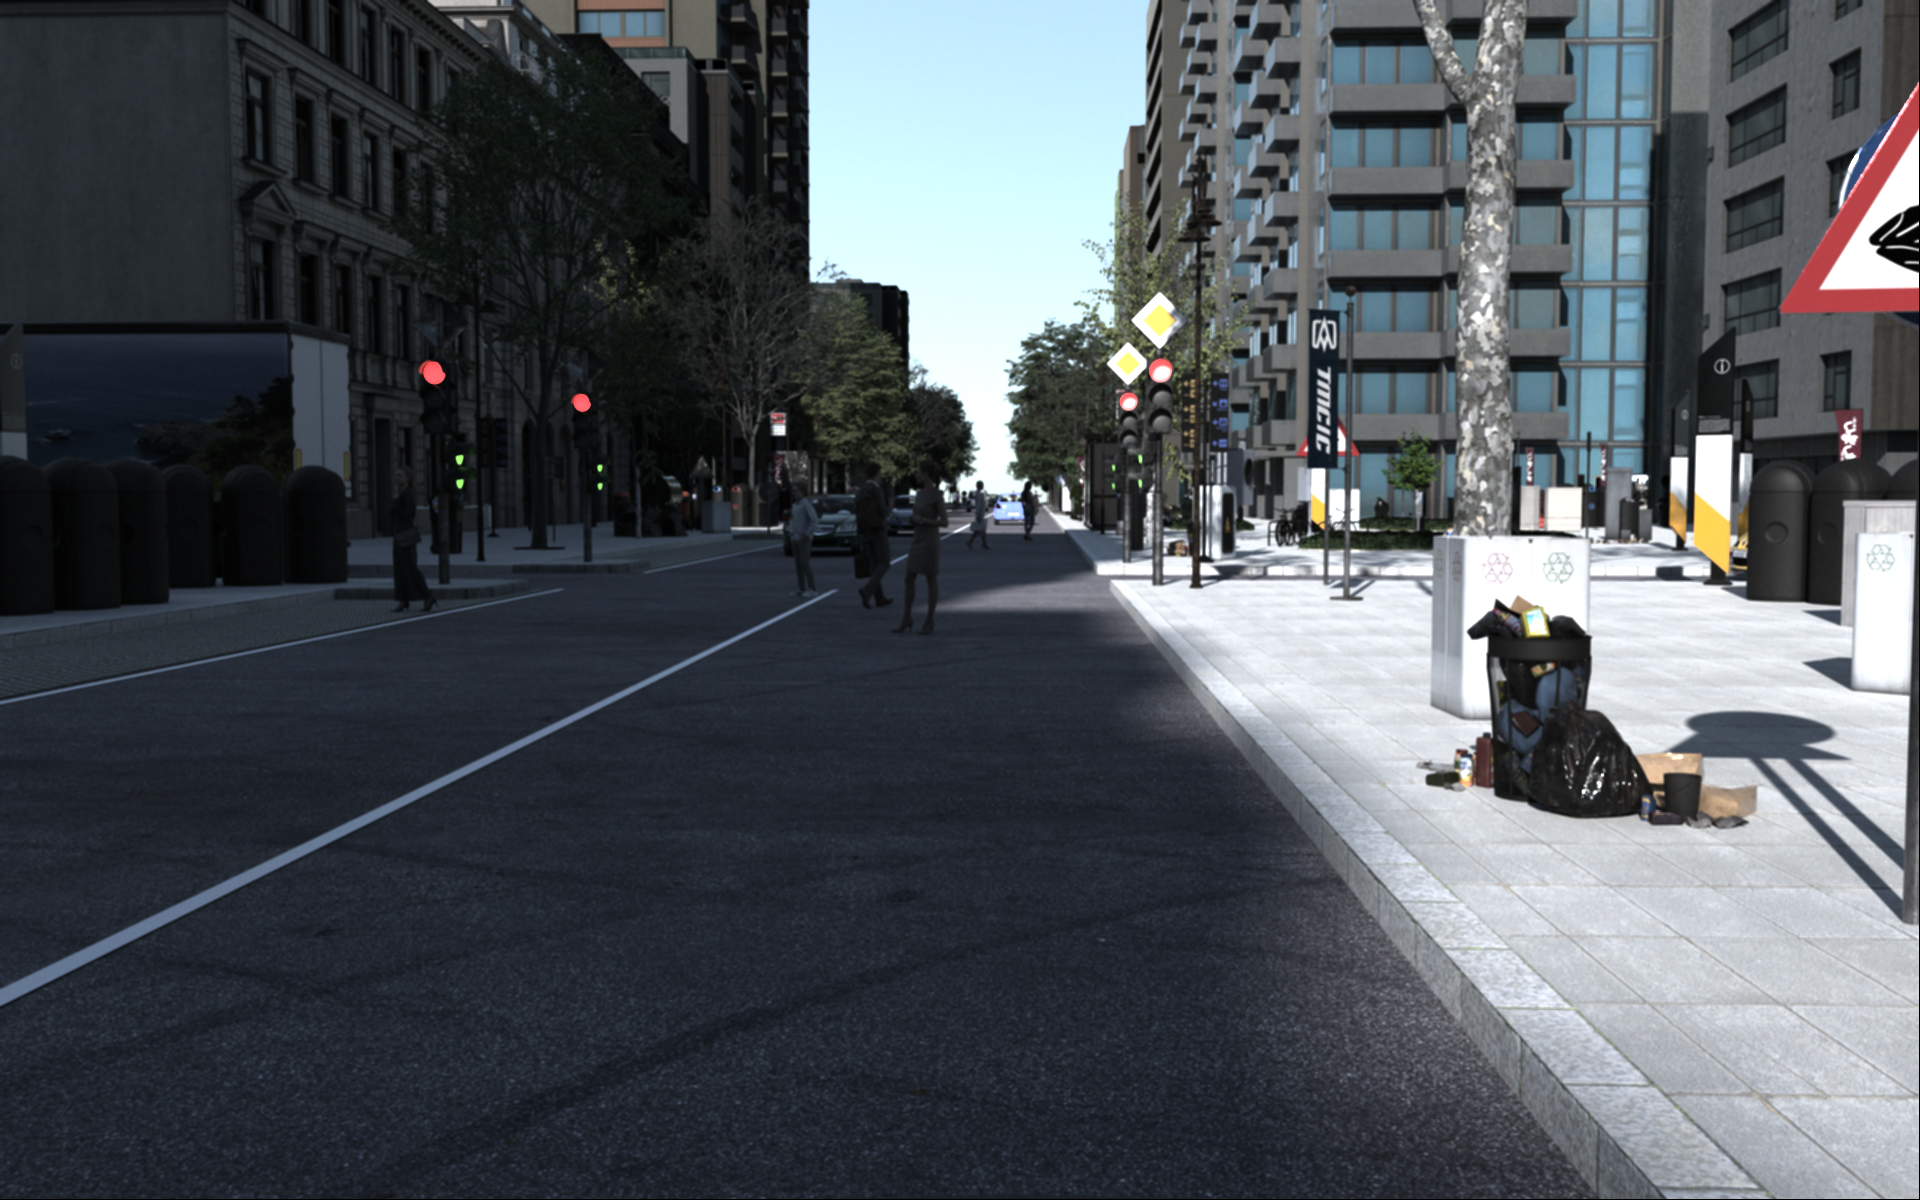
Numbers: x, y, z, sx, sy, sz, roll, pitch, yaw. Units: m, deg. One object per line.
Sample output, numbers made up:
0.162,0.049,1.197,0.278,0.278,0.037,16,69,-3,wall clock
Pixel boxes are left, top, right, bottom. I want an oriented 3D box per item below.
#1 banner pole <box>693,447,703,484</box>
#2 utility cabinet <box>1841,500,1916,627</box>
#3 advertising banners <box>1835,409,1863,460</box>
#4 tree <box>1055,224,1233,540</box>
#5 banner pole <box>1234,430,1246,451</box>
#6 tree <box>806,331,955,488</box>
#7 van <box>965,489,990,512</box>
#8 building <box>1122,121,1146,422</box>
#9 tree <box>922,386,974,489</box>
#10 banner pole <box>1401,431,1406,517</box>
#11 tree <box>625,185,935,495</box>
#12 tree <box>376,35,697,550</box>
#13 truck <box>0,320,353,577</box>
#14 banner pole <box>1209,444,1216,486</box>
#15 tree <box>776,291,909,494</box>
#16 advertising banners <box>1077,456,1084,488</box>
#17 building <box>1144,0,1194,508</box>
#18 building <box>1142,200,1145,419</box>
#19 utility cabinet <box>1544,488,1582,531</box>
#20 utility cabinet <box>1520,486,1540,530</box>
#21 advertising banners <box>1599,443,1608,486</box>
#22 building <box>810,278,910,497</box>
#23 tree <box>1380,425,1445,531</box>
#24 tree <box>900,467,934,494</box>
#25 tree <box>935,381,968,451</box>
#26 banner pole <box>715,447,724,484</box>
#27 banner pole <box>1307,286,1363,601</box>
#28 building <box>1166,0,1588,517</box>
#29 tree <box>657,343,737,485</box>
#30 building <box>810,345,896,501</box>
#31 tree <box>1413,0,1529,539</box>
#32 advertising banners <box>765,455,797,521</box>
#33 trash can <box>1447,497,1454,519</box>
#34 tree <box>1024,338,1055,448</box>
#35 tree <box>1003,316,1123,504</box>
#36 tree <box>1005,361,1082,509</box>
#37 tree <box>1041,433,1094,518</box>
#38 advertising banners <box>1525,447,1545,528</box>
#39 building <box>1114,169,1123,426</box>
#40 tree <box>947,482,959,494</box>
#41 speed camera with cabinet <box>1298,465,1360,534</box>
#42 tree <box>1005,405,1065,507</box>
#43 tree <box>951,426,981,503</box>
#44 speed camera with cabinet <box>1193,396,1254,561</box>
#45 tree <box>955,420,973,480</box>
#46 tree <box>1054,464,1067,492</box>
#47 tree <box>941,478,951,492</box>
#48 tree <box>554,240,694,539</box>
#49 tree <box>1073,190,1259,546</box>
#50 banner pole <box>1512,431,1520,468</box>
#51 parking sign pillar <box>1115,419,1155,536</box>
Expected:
-13.873,-6.215,91.632,0.863,3.779,0.401,3,4,37,banner pole
9.087,-0.346,16.825,1.020,1.237,0.306,-1,4,-17,utility cabinet
18.928,-2.391,35.278,2.074,3.025,0.090,2,4,30,advertising banners
5.439,-5.989,48.283,4.360,8.622,3.978,0,3,0,tree
10.946,-4.766,67.943,0.863,3.779,0.401,-3,4,-37,banner pole
-6.301,-12.402,119.780,9.611,12.733,9.660,0,3,0,tree
1.399,-8.039,138.456,2.013,2.044,4.112,0,4,3,van
26.611,-33.995,205.934,14.600,45.320,14.200,0,4,2,building
-2.763,-18.160,203.562,9.857,13.997,8.962,0,3,0,tree
17.632,-4.834,69.054,0.401,3.779,0.863,2,4,26,banner pole
-8.368,-9.708,69.089,12.009,13.543,11.850,0,3,0,tree
-9.619,-6.976,39.816,9.928,11.665,9.643,0,3,0,tree
-16.281,-2.478,29.436,11.283,4.237,2.839,0,4,3,truck
11.286,-5.303,76.716,0.863,3.779,0.401,-3,5,-42,banner pole
-6.764,-10.974,97.554,7.486,12.596,7.792,0,3,0,tree
6.268,-5.088,79.376,2.074,3.025,0.090,2,4,32,advertising banners
27.258,-32.129,149.005,21.300,48.544,21.600,0,4,2,building
24.581,-24.213,167.580,14.160,30.474,14.107,0,4,2,building
20.385,-3.051,58.559,1.173,1.500,0.318,0,4,-3,utility cabinet
14.962,-2.316,46.548,0.318,1.500,1.173,-3,5,-41,utility cabinet
22.809,-3.927,60.397,2.074,3.025,0.090,-3,5,-40,advertising banners
-14.390,-28.434,236.589,14.160,30.474,14.107,0,4,2,building
12.817,-3.320,48.876,1.663,3.219,1.824,0,3,0,tree
-4.149,-11.041,164.234,4.285,4.588,4.351,0,3,0,tree
-4.492,-14.523,147.822,12.009,13.543,11.850,0,3,0,tree
-12.870,-6.296,92.960,0.863,3.779,0.401,2,4,31,banner pole
4.490,-1.884,20.814,0.863,3.779,0.401,-2,4,-28,banner pole
27.345,-30.787,122.984,23.786,49.044,30.456,0,4,2,building
-12.729,-8.091,82.647,4.360,8.622,3.978,0,3,0,tree
-22.959,-22.643,215.254,27.650,21.520,28.899,0,4,2,building
4.613,-9.594,12.746,12.611,20.169,13.585,0,3,0,tree
-8.223,-5.219,81.523,2.074,3.025,0.090,1,4,19,advertising banners
20.678,-3.711,72.327,0.748,1.137,0.748,0,3,0,trash can
5.013,-7.475,72.573,4.360,8.622,3.978,0,3,0,tree
7.691,-13.181,122.163,9.857,13.997,8.962,0,3,0,tree
8.465,-13.994,145.803,9.611,12.733,9.660,0,3,0,tree
7.149,-6.733,93.791,4.285,4.588,4.351,0,3,0,tree
21.734,-4.188,64.656,2.074,3.025,0.090,-2,4,-33,advertising banners
26.846,-32.821,220.224,14.154,41.232,14.086,0,4,2,building
-1.002,-15.580,249.337,1.663,3.219,1.824,0,3,0,tree
11.946,-3.777,56.093,2.038,3.252,0.660,-1,4,-22,speed camera with cabinet
9.460,-15.936,170.925,12.009,13.543,11.850,0,3,0,tree
-0.621,-20.466,260.372,9.928,11.665,9.643,0,3,0,tree
5.213,-2.435,34.156,0.660,3.252,2.038,2,4,28,speed camera with cabinet
-3.487,-15.732,174.231,9.611,12.733,9.660,0,3,0,tree
6.704,-7.025,109.456,1.663,3.219,1.824,0,3,0,tree
-1.642,-17.540,237.134,4.737,8.622,4.395,0,3,0,tree
-9.414,-6.062,49.482,4.737,8.622,4.395,0,3,0,tree
4.917,-5.643,42.631,4.737,8.622,4.395,0,3,0,tree
22.057,-4.838,69.124,0.863,3.779,0.401,-1,4,-15,banner pole
5.518,-3.963,53.272,1.447,3.967,1.447,-1,4,-8,parking sign pillar
